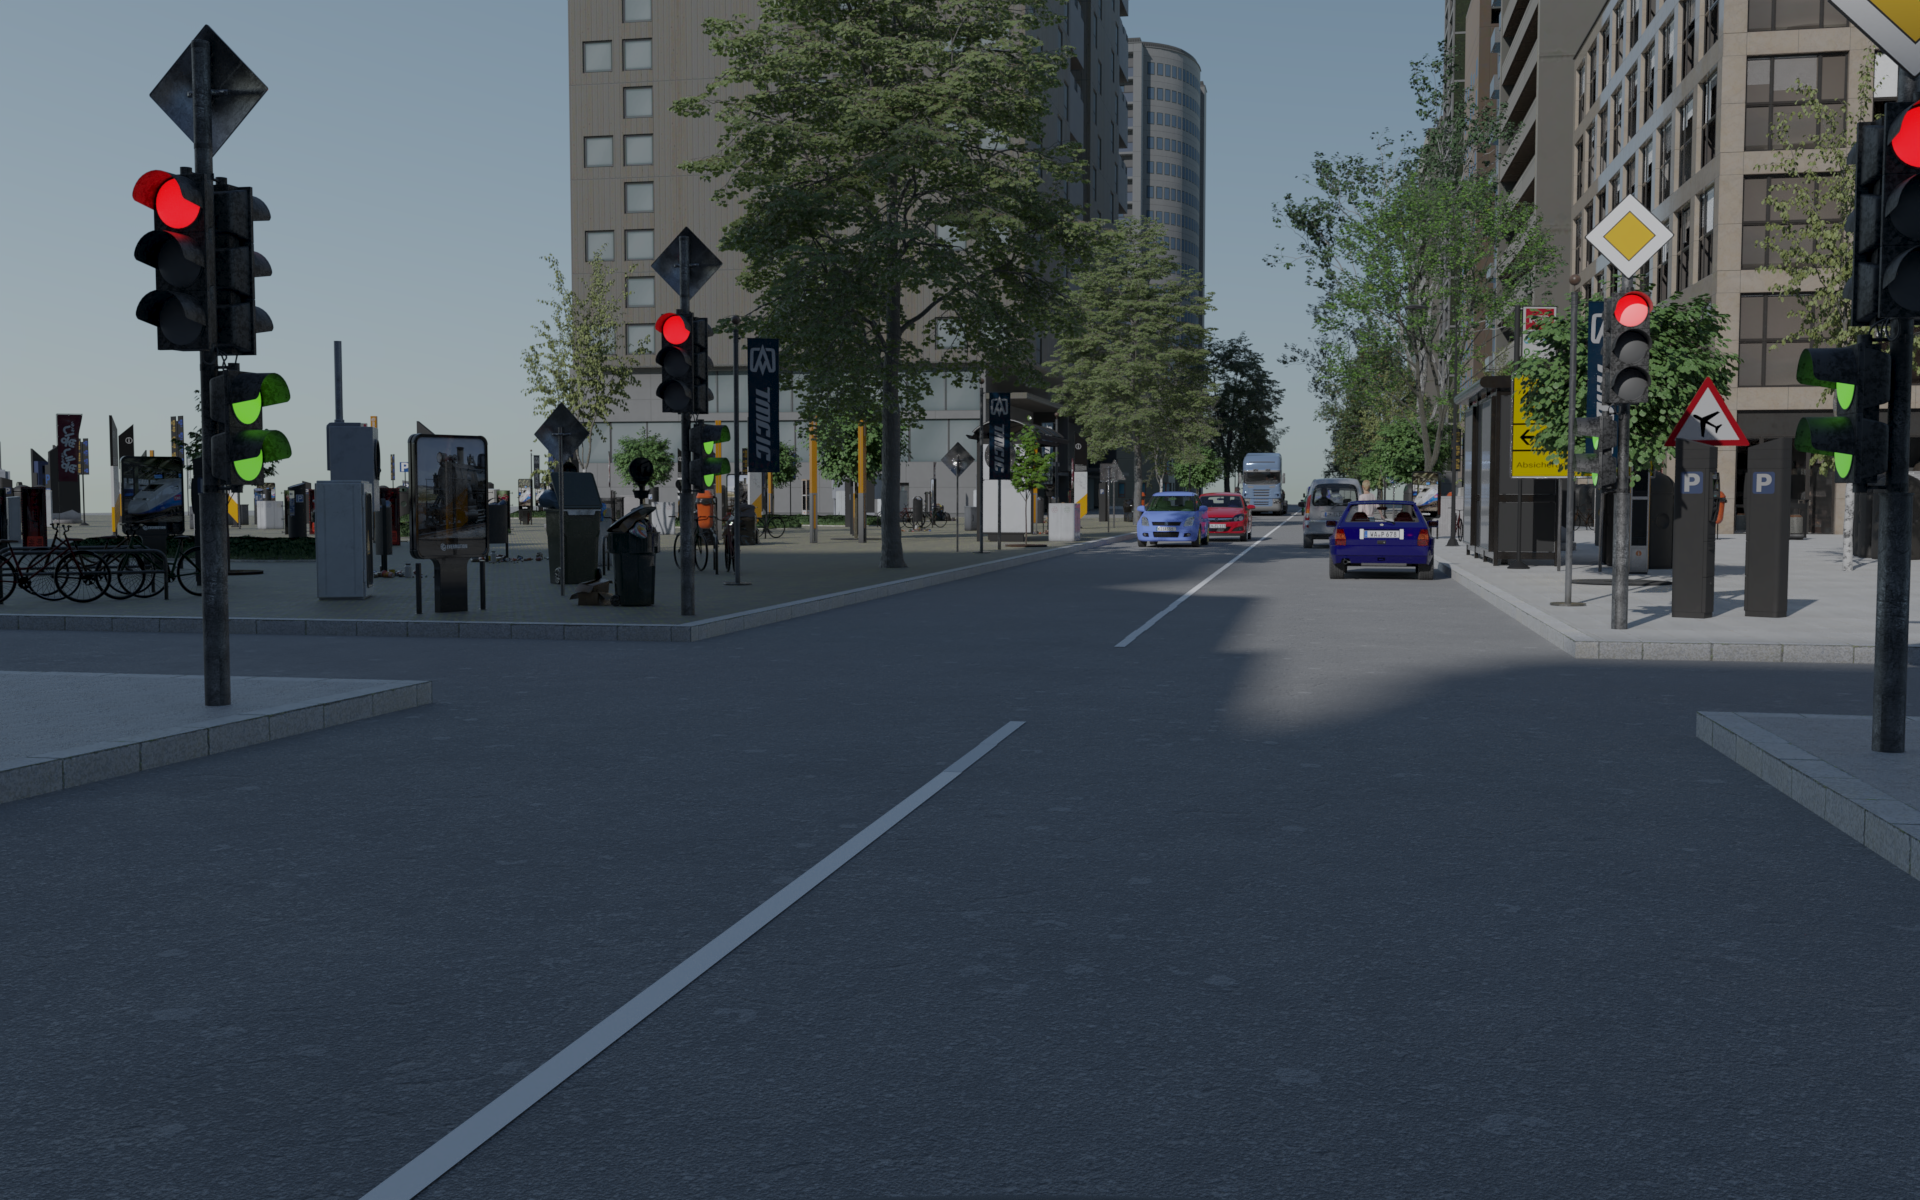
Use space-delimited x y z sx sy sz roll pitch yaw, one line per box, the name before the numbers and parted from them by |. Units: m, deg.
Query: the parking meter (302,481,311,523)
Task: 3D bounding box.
parking meter | -28.535 -4.284 75.749 0.399 1.863 0.255 -1 4 -13

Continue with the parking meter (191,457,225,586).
parking meter | -10.540 -1.137 24.298 0.399 1.863 0.255 0 4 -6

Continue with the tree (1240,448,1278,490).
tree | 34.415 -15.472 203.334 4.360 8.622 3.978 0 3 0

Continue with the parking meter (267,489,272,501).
parking meter | -31.838 -4.355 79.622 0.372 1.533 0.369 0 3 0

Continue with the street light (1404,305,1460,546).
street light | 11.588 -4.281 42.527 1.470 5.913 1.316 1 4 12

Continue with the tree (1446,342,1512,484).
tree | 25.885 -8.206 84.530 4.737 8.622 4.395 0 3 0

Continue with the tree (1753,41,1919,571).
tree | 15.046 -4.791 28.701 4.737 8.622 4.395 0 3 0

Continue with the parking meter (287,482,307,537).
parking meter | -14.314 -1.774 37.413 0.372 1.533 0.369 0 3 0

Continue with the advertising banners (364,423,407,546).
advertising banners | -14.115 -2.859 42.927 2.074 3.025 0.090 -1 4 -21

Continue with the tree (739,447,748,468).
tree | -9.904 -6.554 90.874 4.285 4.588 4.351 0 3 0

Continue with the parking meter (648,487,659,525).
parking meter | -10.701 -3.187 60.512 0.372 1.533 0.369 0 3 0

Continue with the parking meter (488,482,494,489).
parking meter | -22.692 -4.770 83.700 0.255 1.863 0.399 -3 5 -40

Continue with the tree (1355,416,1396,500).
tree | 16.787 -4.921 64.177 4.285 4.588 4.351 0 3 0

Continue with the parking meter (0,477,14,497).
parking meter | -32.822 -3.300 59.672 0.399 1.863 0.255 -3 5 -41

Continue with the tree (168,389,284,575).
tree | -11.641 -2.014 27.535 1.663 3.219 1.824 0 3 0

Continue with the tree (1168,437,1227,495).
tree | 13.499 -7.059 99.136 4.285 4.588 4.351 0 3 0

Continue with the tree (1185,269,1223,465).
tree | 6.942 -9.373 71.376 7.486 12.596 7.792 0 3 0

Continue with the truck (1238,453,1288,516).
truck | 21.168 -7.938 119.551 2.967 4.110 18.799 1 4 12

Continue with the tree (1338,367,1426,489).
tree | 24.903 -9.183 100.506 4.737 8.622 4.395 0 3 0

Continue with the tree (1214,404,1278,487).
tree | 27.254 -14.287 168.008 7.601 10.594 8.767 0 4 1

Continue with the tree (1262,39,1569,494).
tree | 19.574 -13.416 75.237 12.611 20.169 13.585 0 3 0

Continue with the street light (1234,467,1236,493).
street light | 22.936 -10.298 140.912 1.470 5.913 1.316 1 4 12

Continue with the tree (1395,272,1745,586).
tree | 9.399 -2.506 24.694 4.285 4.588 4.351 0 3 0

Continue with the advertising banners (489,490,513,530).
advertising banners | -16.260 -3.832 58.844 2.074 3.025 0.090 0 4 -6

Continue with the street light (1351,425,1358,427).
street light | 27.143 -8.847 117.190 1.470 5.913 1.316 1 4 12

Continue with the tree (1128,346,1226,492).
tree | 10.283 -8.372 87.242 4.360 8.622 3.978 0 3 0

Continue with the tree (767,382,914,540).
tree | -3.021 -3.975 48.699 4.285 4.588 4.351 0 3 0

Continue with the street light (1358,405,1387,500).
street light | 21.528 -7.180 89.938 1.470 5.913 1.316 1 4 12

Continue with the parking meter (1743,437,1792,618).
parking meter | 8.415 -0.756 18.071 0.255 1.863 0.399 -3 5 -41

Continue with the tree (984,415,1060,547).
tree | 1.695 -2.905 42.101 1.663 3.219 1.824 0 3 0

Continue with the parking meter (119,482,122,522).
parking meter | -37.929 -4.439 78.284 0.399 1.863 0.255 1 4 16

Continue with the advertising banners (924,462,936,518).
advertising banners | -1.586 -5.977 93.908 0.090 3.025 2.074 1 4 17

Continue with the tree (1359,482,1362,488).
tree | 40.207 -11.039 175.085 1.663 3.219 1.824 0 3 0

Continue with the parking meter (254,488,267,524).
parking meter | -29.665 -3.967 73.263 0.372 1.533 0.369 0 3 0

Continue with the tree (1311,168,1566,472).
tree | 14.868 -7.861 54.283 9.928 11.665 9.643 0 3 0

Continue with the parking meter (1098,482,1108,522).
parking meter | 6.666 -4.580 80.595 0.399 1.863 0.255 3 5 40

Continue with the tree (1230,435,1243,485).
tree | 30.174 -14.270 183.675 4.737 8.622 4.395 0 3 0

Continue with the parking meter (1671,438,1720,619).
parking meter | 7.623 -0.748 17.936 0.399 1.863 0.255 3 5 42

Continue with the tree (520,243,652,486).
tree | -11.195 -6.179 51.384 4.737 8.622 4.395 0 3 0

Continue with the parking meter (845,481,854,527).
parking meter | -4.290 -3.764 67.257 0.255 1.863 0.399 1 4 19

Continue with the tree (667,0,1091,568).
tree | -1.023 -6.811 29.494 7.486 12.596 7.792 0 3 0

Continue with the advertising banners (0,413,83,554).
advertising banners | -20.069 -2.523 37.438 2.074 3.025 0.090 -1 4 -20

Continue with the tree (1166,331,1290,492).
tree | 20.672 -13.930 134.413 9.857 13.997 8.962 0 3 0

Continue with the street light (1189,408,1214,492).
street light | 12.930 -7.384 93.263 1.470 5.913 1.316 1 4 12

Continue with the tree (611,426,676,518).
tree | -15.206 -6.104 83.520 4.285 4.588 4.351 0 3 0

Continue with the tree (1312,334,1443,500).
tree | 30.203 -12.680 124.320 9.611 12.733 9.660 0 3 0

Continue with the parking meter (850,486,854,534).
parking meter | -3.318 -2.858 55.135 0.372 1.533 0.369 0 3 0
